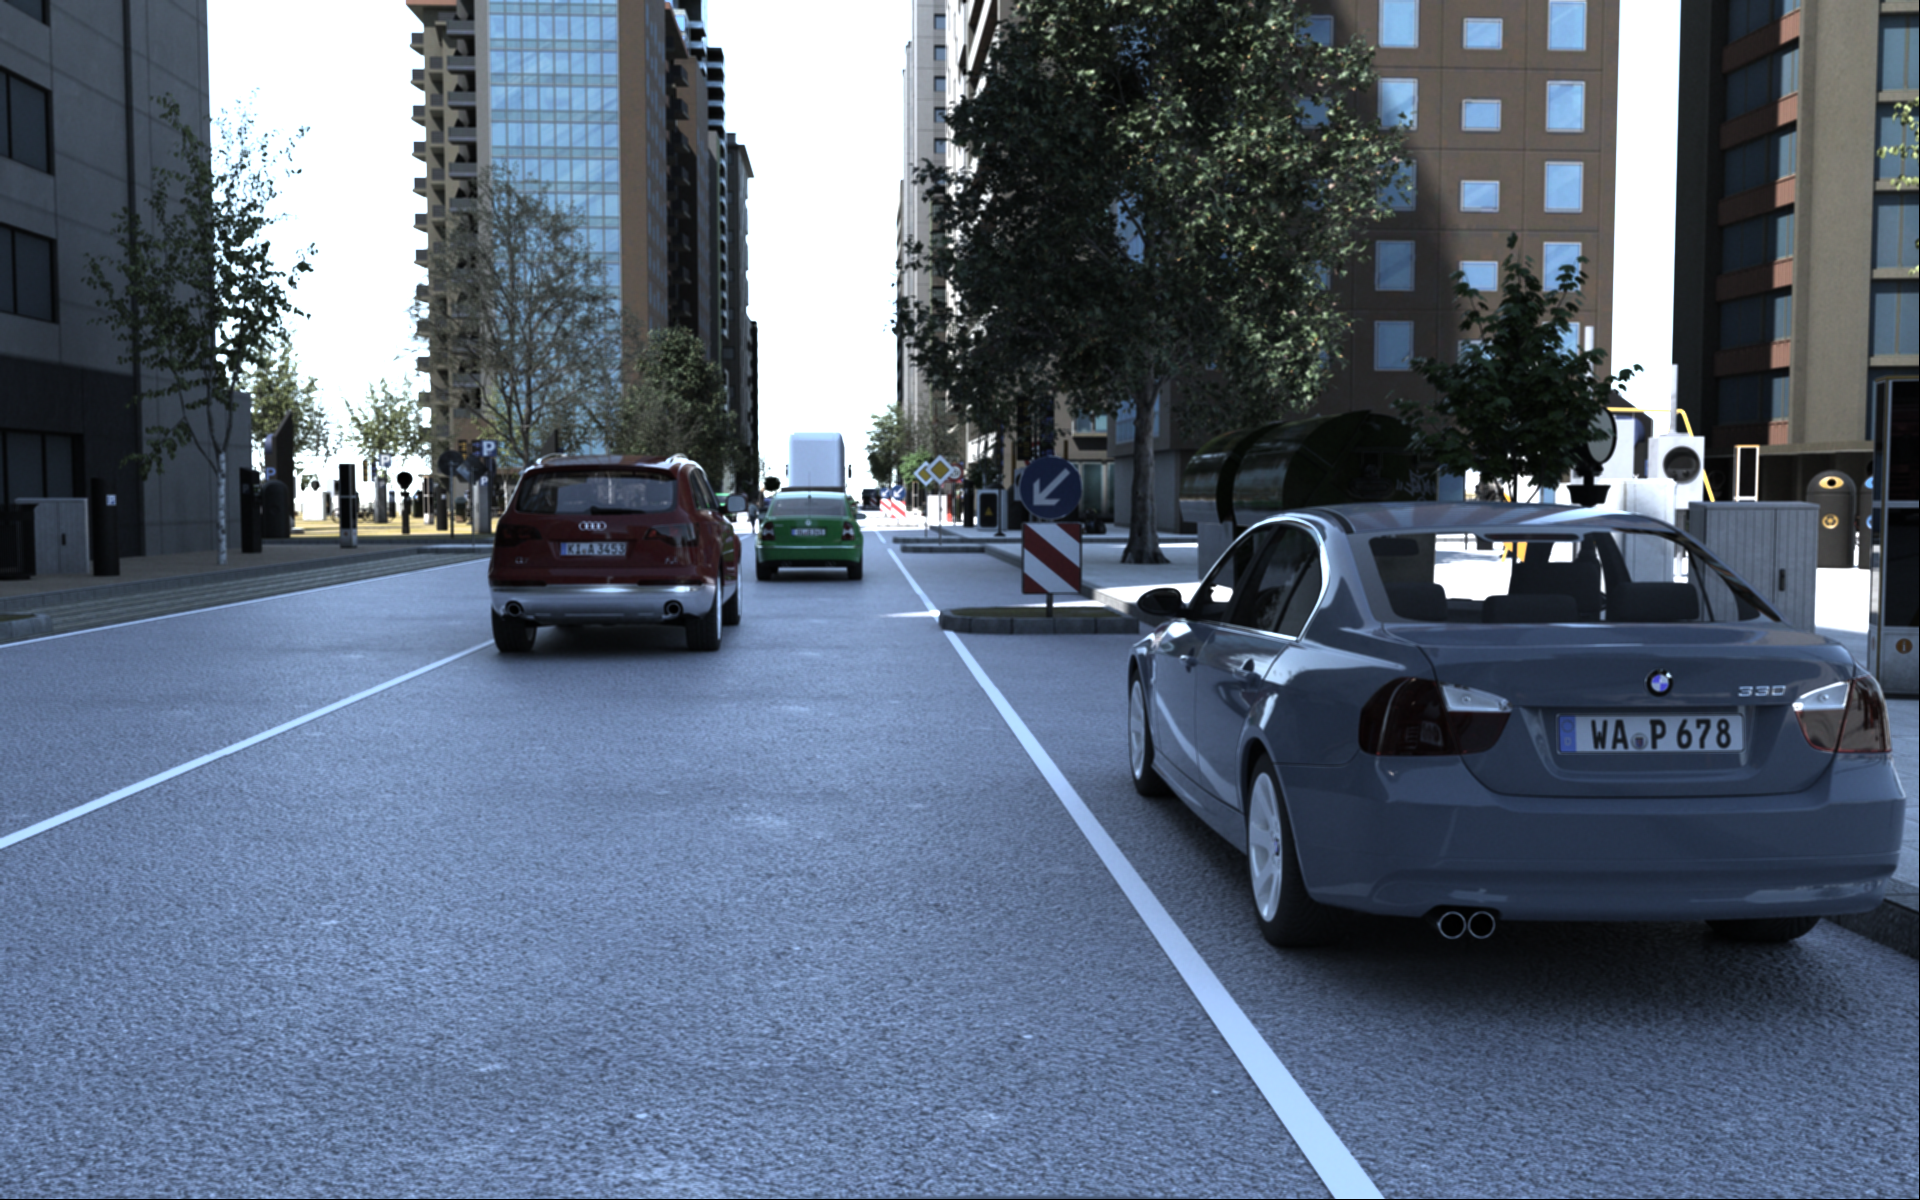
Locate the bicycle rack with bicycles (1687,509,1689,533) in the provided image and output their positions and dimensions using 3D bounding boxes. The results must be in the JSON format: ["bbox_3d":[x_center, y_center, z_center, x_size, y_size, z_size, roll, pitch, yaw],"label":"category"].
[{"bbox_3d":[19.128,-1.826,43.236,2.925,0.926,2.852,-2,4,-32],"label":"bicycle rack with bicycles"}]

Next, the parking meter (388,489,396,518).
[{"bbox_3d":[-30.960,-5.260,94.406,0.372,1.533,0.369,0,3,0],"label":"parking meter"}]

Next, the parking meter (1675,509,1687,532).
[{"bbox_3d":[14.404,-1.614,34.799,0.372,1.533,0.369,0,3,0],"label":"parking meter"}]

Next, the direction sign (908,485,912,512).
[{"bbox_3d":[-3.567,-8.066,123.882,0.379,3.537,0.876,3,5,44],"label":"direction sign"}]

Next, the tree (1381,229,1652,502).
[{"bbox_3d":[4.088,-1.114,12.818,1.663,3.219,1.824,0,3,0],"label":"tree"}]

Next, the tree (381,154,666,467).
[{"bbox_3d":[-16.158,-9.380,63.739,12.009,13.543,11.850,0,3,0],"label":"tree"}]

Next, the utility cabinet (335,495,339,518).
[{"bbox_3d":[-33.679,-5.099,94.523,0.306,1.237,1.020,1,4,20],"label":"utility cabinet"}]

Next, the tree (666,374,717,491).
[{"bbox_3d":[-17.875,-9.437,104.654,4.360,8.622,3.978,0,3,0],"label":"tree"}]

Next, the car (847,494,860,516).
[{"bbox_3d":[-6.756,-5.299,98.444,2.131,1.459,4.920,0,4,-5],"label":"car"}]

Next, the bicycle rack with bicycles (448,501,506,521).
[{"bbox_3d":[-23.551,-4.335,84.251,2.925,0.926,2.852,0,4,7],"label":"bicycle rack with bicycles"}]

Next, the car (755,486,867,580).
[{"bbox_3d":[-2.605,-1.314,30.278,1.959,1.807,4.718,0,4,-4],"label":"car"}]

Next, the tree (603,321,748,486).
[{"bbox_3d":[-18.826,-12.083,114.563,9.611,12.733,9.660,0,3,0],"label":"tree"}]

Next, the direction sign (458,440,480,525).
[{"bbox_3d":[-20.463,-4.912,72.310,0.876,3.537,0.379,-1,4,-14],"label":"direction sign"}]

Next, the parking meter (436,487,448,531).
[{"bbox_3d":[-18.266,-3.220,61.055,0.372,1.533,0.369,0,3,0],"label":"parking meter"}]

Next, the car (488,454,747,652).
[{"bbox_3d":[-3.305,-0.528,17.301,2.281,1.827,5.304,0,4,-4],"label":"car"}]

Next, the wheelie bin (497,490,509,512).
[{"bbox_3d":[-32.839,-7.123,124.366,0.980,1.594,0.693,-1,4,-11],"label":"wheelie bin"}]

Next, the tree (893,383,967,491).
[{"bbox_3d":[-1.053,-9.555,106.583,4.360,8.622,3.978,0,3,0],"label":"tree"}]

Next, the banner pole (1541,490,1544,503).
[{"bbox_3d":[17.347,-3.808,52.277,0.863,3.779,0.401,0,4,7],"label":"banner pole"}]

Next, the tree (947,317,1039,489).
[{"bbox_3d":[1.124,-6.932,63.708,4.737,8.622,4.395,0,3,0],"label":"tree"}]

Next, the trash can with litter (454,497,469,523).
[{"bbox_3d":[-22.470,-4.080,78.097,0.624,1.170,1.055,-1,4,-14],"label":"trash can with litter"}]

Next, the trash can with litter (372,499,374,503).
[{"bbox_3d":[-33.442,-5.395,99.593,0.624,1.170,1.055,-1,4,-15],"label":"trash can with litter"}]

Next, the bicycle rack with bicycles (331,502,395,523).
[{"bbox_3d":[-27.397,-4.029,79.248,2.925,0.926,2.852,-2,4,-27],"label":"bicycle rack with bicycles"}]

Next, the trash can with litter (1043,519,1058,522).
[{"bbox_3d":[3.230,-2.807,57.279,1.055,1.170,0.624,0,4,6],"label":"trash can with litter"}]

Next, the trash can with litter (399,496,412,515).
[{"bbox_3d":[-34.351,-5.874,107.425,0.624,1.170,1.055,1,4,11],"label":"trash can with litter"}]

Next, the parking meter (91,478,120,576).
[{"bbox_3d":[-13.411,-1.148,27.175,0.372,1.533,0.369,0,3,0],"label":"parking meter"}]

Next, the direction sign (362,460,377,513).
[{"bbox_3d":[-38.982,-7.486,114.396,0.876,3.537,0.379,-1,4,-15],"label":"direction sign"}]

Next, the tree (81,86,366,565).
[{"bbox_3d":[-13.595,-4.963,31.500,4.737,8.622,4.395,0,3,0],"label":"tree"}]

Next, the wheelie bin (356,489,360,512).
[{"bbox_3d":[-41.107,-6.699,117.438,0.980,1.594,0.693,3,4,37],"label":"wheelie bin"}]

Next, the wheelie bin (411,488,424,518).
[{"bbox_3d":[-29.311,-5.251,93.755,0.693,1.594,0.980,-2,4,-28],"label":"wheelie bin"}]

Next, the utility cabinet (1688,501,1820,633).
[{"bbox_3d":[6.783,-0.224,14.826,1.020,1.237,0.306,0,4,-5],"label":"utility cabinet"}]

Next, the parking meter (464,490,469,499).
[{"bbox_3d":[-34.085,-6.817,119.867,0.372,1.533,0.369,0,3,0],"label":"parking meter"}]

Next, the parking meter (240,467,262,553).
[{"bbox_3d":[-15.441,-1.958,37.727,0.399,1.863,0.255,1,4,22],"label":"parking meter"}]

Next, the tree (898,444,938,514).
[{"bbox_3d":[-2.435,-8.008,114.649,4.285,4.588,4.351,0,3,0],"label":"tree"}]

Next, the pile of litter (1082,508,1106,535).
[{"bbox_3d":[3.960,-2.530,55.330,1.719,0.858,1.176,-2,4,-25],"label":"pile of litter"}]

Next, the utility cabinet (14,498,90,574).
[{"bbox_3d":[-14.653,-1.027,27.961,1.020,1.237,0.306,-1,4,-17],"label":"utility cabinet"}]

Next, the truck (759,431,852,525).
[{"bbox_3d":[-5.989,-4.815,68.485,2.967,4.110,18.799,0,4,-2],"label":"truck"}]

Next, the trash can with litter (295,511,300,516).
[{"bbox_3d":[-38.665,-5.416,99.945,1.055,1.170,0.624,-1,4,-11],"label":"trash can with litter"}]

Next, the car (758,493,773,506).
[{"bbox_3d":[-21.260,-11.004,189.512,1.945,1.707,3.694,0,4,-5],"label":"car"}]

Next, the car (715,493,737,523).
[{"bbox_3d":[-12.283,-4.831,87.787,1.959,1.807,4.718,0,4,-4],"label":"car"}]

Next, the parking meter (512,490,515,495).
[{"bbox_3d":[-24.552,-5.334,95.620,0.372,1.533,0.369,0,3,0],"label":"parking meter"}]

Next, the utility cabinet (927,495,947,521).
[{"bbox_3d":[-1.034,-4.369,82.596,1.020,1.237,0.306,1,4,13],"label":"utility cabinet"}]

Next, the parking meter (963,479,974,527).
[{"bbox_3d":[0.340,-3.750,67.027,0.255,1.863,0.399,-3,5,-44],"label":"parking meter"}]

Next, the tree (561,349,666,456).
[{"bbox_3d":[-16.940,-8.235,85.006,4.360,8.622,3.978,0,3,0],"label":"tree"}]

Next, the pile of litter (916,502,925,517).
[{"bbox_3d":[-1.758,-5.150,98.163,1.176,0.858,1.719,-2,4,-28],"label":"pile of litter"}]

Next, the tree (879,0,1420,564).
[{"bbox_3d":[3.412,-7.014,31.688,9.611,12.733,9.660,0,3,0],"label":"tree"}]

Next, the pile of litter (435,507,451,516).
[{"bbox_3d":[-29.766,-5.239,99.630,1.176,0.858,1.719,-1,4,-10],"label":"pile of litter"}]

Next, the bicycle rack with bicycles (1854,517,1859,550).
[{"bbox_3d":[19.457,-1.652,40.386,2.852,0.926,2.925,-3,4,-36],"label":"bicycle rack with bicycles"}]

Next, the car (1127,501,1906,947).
[{"bbox_3d":[1.768,0.318,6.800,2.014,1.417,4.499,0,4,-3],"label":"car"}]

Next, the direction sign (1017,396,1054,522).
[{"bbox_3d":[1.744,-2.939,40.056,0.876,3.537,0.379,1,4,16],"label":"direction sign"}]

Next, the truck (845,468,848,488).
[{"bbox_3d":[-13.269,-11.800,181.849,2.839,4.237,11.283,0,4,-2],"label":"truck"}]

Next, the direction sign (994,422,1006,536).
[{"bbox_3d":[1.207,-3.699,52.475,0.379,3.537,0.876,1,4,14],"label":"direction sign"}]

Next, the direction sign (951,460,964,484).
[{"bbox_3d":[-0.164,-7.610,116.424,0.876,3.537,0.379,1,4,20],"label":"direction sign"}]

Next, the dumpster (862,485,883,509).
[{"bbox_3d":[-8.246,-9.695,163.456,1.985,2.255,1.502,0,4,-3],"label":"dumpster"}]
